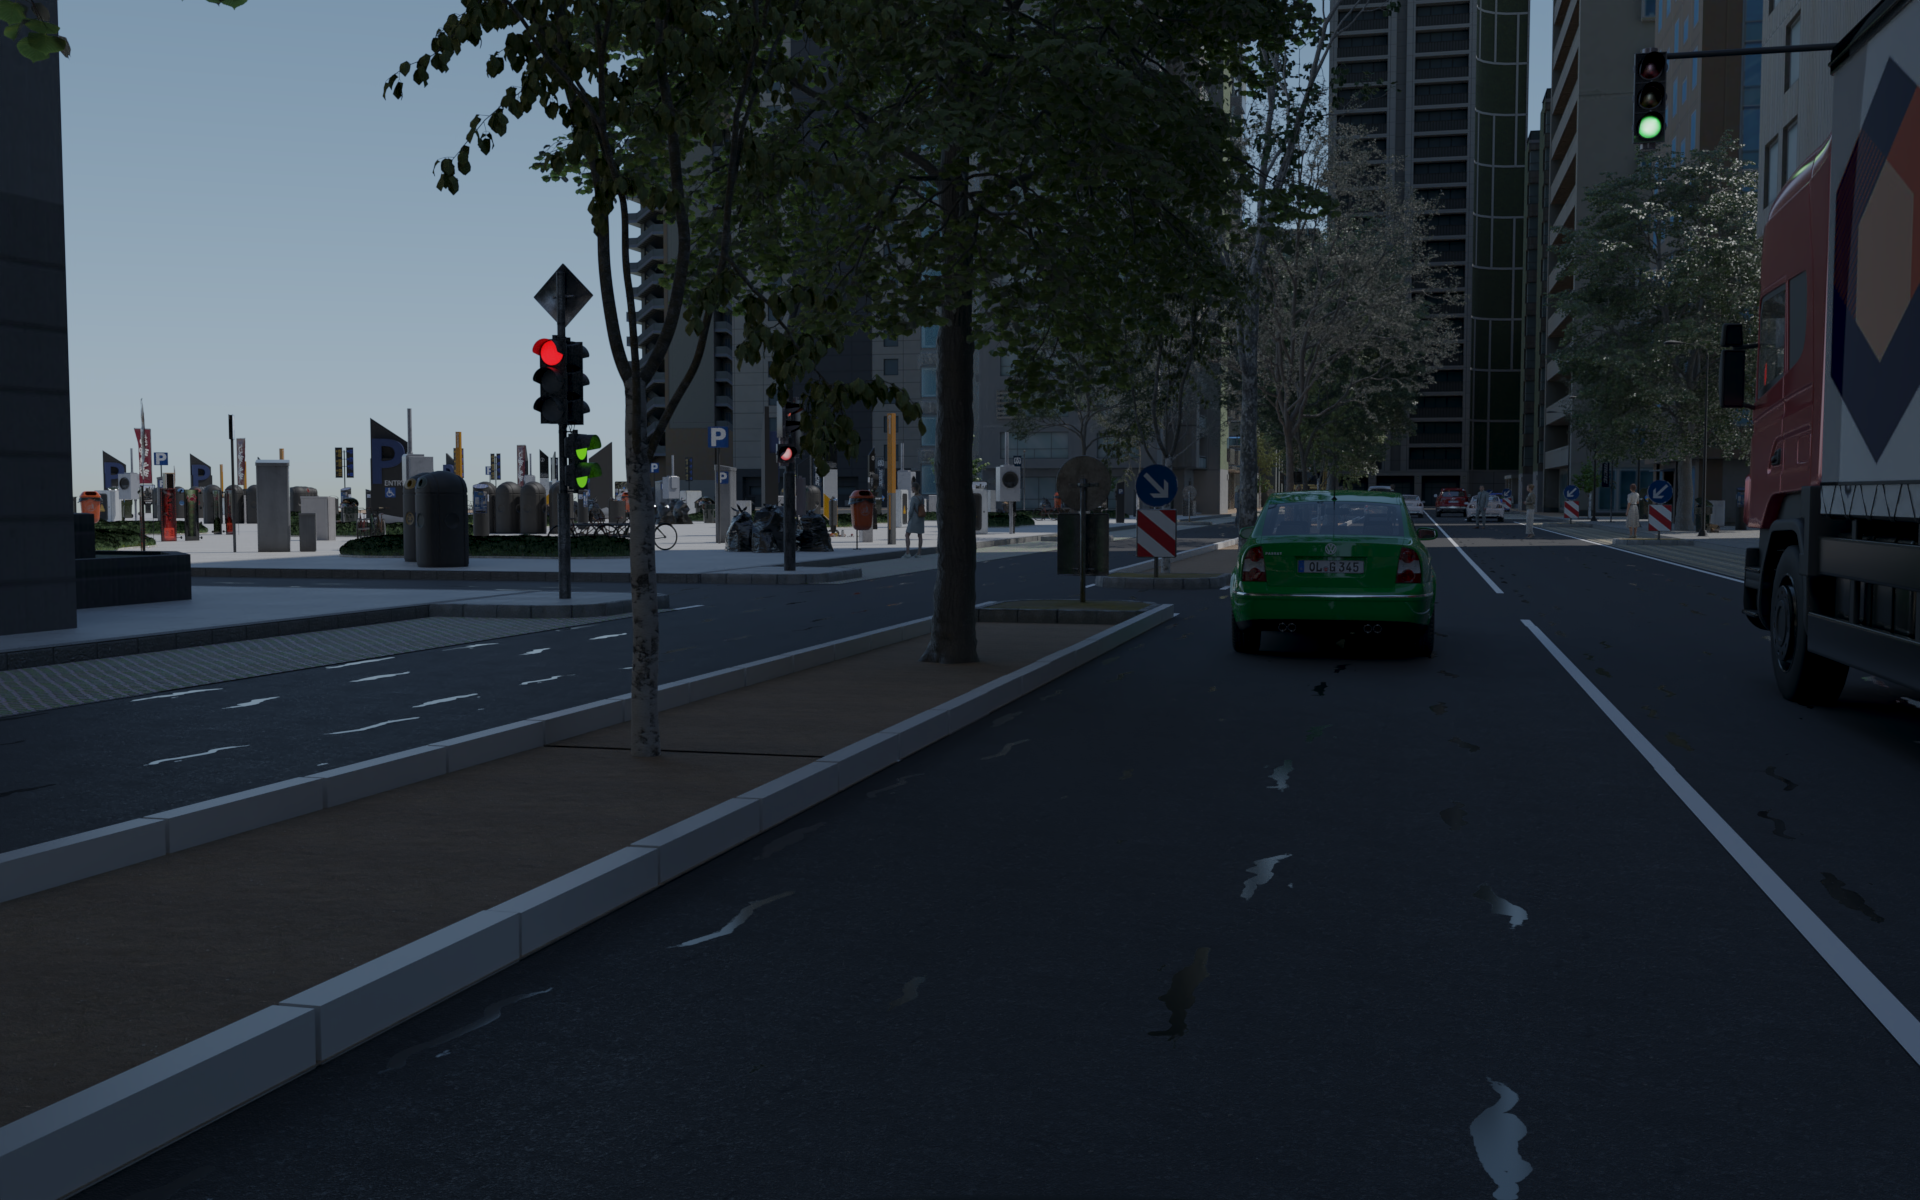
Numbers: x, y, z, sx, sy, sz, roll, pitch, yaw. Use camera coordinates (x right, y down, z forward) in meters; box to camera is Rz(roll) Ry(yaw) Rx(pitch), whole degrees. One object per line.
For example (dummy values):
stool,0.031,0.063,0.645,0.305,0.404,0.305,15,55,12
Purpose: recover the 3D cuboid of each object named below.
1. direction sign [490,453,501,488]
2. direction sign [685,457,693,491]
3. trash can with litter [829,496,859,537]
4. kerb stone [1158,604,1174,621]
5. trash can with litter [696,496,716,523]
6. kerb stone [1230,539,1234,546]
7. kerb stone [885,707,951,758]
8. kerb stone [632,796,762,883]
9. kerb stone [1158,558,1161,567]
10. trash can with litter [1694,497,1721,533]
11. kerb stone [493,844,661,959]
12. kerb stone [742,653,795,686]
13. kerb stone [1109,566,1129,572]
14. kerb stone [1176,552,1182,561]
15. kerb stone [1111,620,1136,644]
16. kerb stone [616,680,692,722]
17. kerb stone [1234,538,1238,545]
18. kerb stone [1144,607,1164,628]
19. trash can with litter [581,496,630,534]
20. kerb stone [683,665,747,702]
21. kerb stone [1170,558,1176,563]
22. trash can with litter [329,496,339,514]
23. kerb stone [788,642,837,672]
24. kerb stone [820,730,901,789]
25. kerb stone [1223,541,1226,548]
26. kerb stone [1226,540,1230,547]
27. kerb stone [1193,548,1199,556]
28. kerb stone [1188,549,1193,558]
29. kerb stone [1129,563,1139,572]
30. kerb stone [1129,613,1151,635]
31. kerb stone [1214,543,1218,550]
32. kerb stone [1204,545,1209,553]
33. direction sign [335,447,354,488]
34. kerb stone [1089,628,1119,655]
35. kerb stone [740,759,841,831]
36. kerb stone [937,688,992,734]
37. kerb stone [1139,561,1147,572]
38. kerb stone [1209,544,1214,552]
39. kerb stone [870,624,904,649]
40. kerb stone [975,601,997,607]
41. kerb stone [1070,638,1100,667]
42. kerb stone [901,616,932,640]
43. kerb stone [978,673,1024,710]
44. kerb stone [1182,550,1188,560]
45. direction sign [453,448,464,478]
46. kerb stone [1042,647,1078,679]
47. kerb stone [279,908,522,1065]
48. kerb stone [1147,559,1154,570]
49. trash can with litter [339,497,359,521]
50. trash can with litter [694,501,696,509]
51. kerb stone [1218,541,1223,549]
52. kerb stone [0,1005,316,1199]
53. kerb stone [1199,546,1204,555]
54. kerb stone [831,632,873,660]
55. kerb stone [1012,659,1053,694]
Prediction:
direction sign,-25.835,-6.387,96.419,0.876,3.537,0.379,3,4,38
direction sign,-16.572,-6.969,105.943,0.379,3.537,0.876,-3,4,-37
trash can with litter,-3.693,-2.531,52.446,1.678,1.210,2.233,0,4,2
kerb stone,2.308,0.153,19.715,0.120,0.150,1.000,1,4,14
trash can with litter,-10.888,-3.949,75.955,0.624,1.170,1.055,2,4,34
kerb stone,7.346,-1.552,47.578,0.120,0.150,1.000,1,4,14
kerb stone,-0.254,0.758,9.803,0.120,0.150,1.000,1,4,14
kerb stone,-1.028,0.943,6.828,0.120,0.150,1.000,1,4,14
kerb stone,3.750,-0.702,33.675,0.120,0.150,1.000,1,4,14
trash can with litter,25.018,-2.841,57.842,0.624,1.170,1.055,-1,4,-15
kerb stone,-1.282,1.006,5.832,0.120,0.150,1.000,1,4,14
kerb stone,-1.514,0.546,13.307,0.120,0.150,1.000,1,4,14
kerb stone,2.724,-0.459,29.705,0.120,0.150,1.000,1,4,14
kerb stone,4.526,-0.885,36.660,0.120,0.150,1.000,1,4,14
kerb stone,1.536,0.334,16.739,0.120,0.150,1.000,1,4,14
kerb stone,-2.027,0.665,11.317,0.120,0.150,1.000,1,4,14
kerb stone,7.604,-1.613,48.568,0.120,0.150,1.000,1,4,14
kerb stone,2.047,0.212,18.721,0.120,0.150,1.000,1,4,14
trash can with litter,-10.792,-2.531,52.441,2.233,1.210,1.678,-1,4,-23
kerb stone,-1.775,0.607,12.319,0.120,0.150,1.000,1,4,14
kerb stone,4.268,-0.822,35.661,0.120,0.150,1.000,1,4,14
trash can with litter,-29.958,-4.312,81.562,2.233,1.210,1.678,-3,4,-36
kerb stone,-1.257,0.483,14.302,0.120,0.150,1.000,1,4,14
kerb stone,-0.511,0.819,8.814,0.120,0.150,1.000,1,4,14
kerb stone,6.834,-1.431,45.591,0.120,0.150,1.000,1,4,14
kerb stone,7.091,-1.492,46.583,0.120,0.150,1.000,1,4,14
kerb stone,5.289,-1.066,39.631,0.120,0.150,1.000,1,4,14
kerb stone,5.024,-1.006,38.643,0.120,0.150,1.000,1,4,14
kerb stone,2.987,-0.518,30.693,0.120,0.150,1.000,1,4,14
kerb stone,1.794,0.273,17.731,0.120,0.150,1.000,1,4,14
kerb stone,6.318,-1.310,43.612,0.120,0.150,1.000,1,4,14
kerb stone,5.809,-1.188,41.617,0.120,0.150,1.000,1,4,14
direction sign,-29.779,-5.617,83.840,0.876,3.537,0.379,0,4,-3
kerb stone,1.283,0.395,15.744,0.120,0.150,1.000,1,4,14
kerb stone,-0.767,0.882,7.819,0.120,0.150,1.000,1,4,14
kerb stone,0.006,0.697,10.792,0.120,0.150,1.000,1,4,14
kerb stone,3.243,-0.580,31.684,0.120,0.150,1.000,1,4,14
kerb stone,6.063,-1.249,42.612,0.120,0.150,1.000,1,4,14
kerb stone,-0.747,0.361,16.296,0.120,0.150,1.000,1,4,14
kerb stone,0.285,0.122,20.262,0.120,0.150,1.000,1,4,14
kerb stone,1.026,0.459,14.755,0.120,0.150,1.000,1,4,14
kerb stone,-0.489,0.300,17.285,0.120,0.150,1.000,1,4,14
kerb stone,0.254,0.638,11.784,0.120,0.150,1.000,1,4,14
kerb stone,4.779,-0.945,37.651,0.120,0.150,1.000,1,4,14
direction sign,-24.643,-5.701,85.200,0.379,3.537,0.876,1,4,16
kerb stone,0.766,0.516,13.766,0.120,0.150,1.000,1,4,14
kerb stone,-1.535,1.061,4.841,0.120,0.150,1.000,1,4,14
kerb stone,3.496,-0.642,32.684,0.120,0.150,1.000,1,4,14
trash can with litter,-20.985,-2.951,59.641,0.624,1.170,1.055,-1,4,-10
trash can with litter,-12.748,-4.415,83.571,1.055,1.170,0.624,2,4,23
kerb stone,6.584,-1.370,44.599,0.120,0.150,1.000,1,4,14
kerb stone,-1.791,1.122,3.852,0.120,0.150,1.000,1,4,14
kerb stone,5.545,-1.126,40.621,0.120,0.150,1.000,1,4,14
kerb stone,-1.001,0.422,15.298,0.120,0.150,1.000,1,4,14
kerb stone,0.511,0.580,12.776,0.120,0.150,1.000,1,4,14
